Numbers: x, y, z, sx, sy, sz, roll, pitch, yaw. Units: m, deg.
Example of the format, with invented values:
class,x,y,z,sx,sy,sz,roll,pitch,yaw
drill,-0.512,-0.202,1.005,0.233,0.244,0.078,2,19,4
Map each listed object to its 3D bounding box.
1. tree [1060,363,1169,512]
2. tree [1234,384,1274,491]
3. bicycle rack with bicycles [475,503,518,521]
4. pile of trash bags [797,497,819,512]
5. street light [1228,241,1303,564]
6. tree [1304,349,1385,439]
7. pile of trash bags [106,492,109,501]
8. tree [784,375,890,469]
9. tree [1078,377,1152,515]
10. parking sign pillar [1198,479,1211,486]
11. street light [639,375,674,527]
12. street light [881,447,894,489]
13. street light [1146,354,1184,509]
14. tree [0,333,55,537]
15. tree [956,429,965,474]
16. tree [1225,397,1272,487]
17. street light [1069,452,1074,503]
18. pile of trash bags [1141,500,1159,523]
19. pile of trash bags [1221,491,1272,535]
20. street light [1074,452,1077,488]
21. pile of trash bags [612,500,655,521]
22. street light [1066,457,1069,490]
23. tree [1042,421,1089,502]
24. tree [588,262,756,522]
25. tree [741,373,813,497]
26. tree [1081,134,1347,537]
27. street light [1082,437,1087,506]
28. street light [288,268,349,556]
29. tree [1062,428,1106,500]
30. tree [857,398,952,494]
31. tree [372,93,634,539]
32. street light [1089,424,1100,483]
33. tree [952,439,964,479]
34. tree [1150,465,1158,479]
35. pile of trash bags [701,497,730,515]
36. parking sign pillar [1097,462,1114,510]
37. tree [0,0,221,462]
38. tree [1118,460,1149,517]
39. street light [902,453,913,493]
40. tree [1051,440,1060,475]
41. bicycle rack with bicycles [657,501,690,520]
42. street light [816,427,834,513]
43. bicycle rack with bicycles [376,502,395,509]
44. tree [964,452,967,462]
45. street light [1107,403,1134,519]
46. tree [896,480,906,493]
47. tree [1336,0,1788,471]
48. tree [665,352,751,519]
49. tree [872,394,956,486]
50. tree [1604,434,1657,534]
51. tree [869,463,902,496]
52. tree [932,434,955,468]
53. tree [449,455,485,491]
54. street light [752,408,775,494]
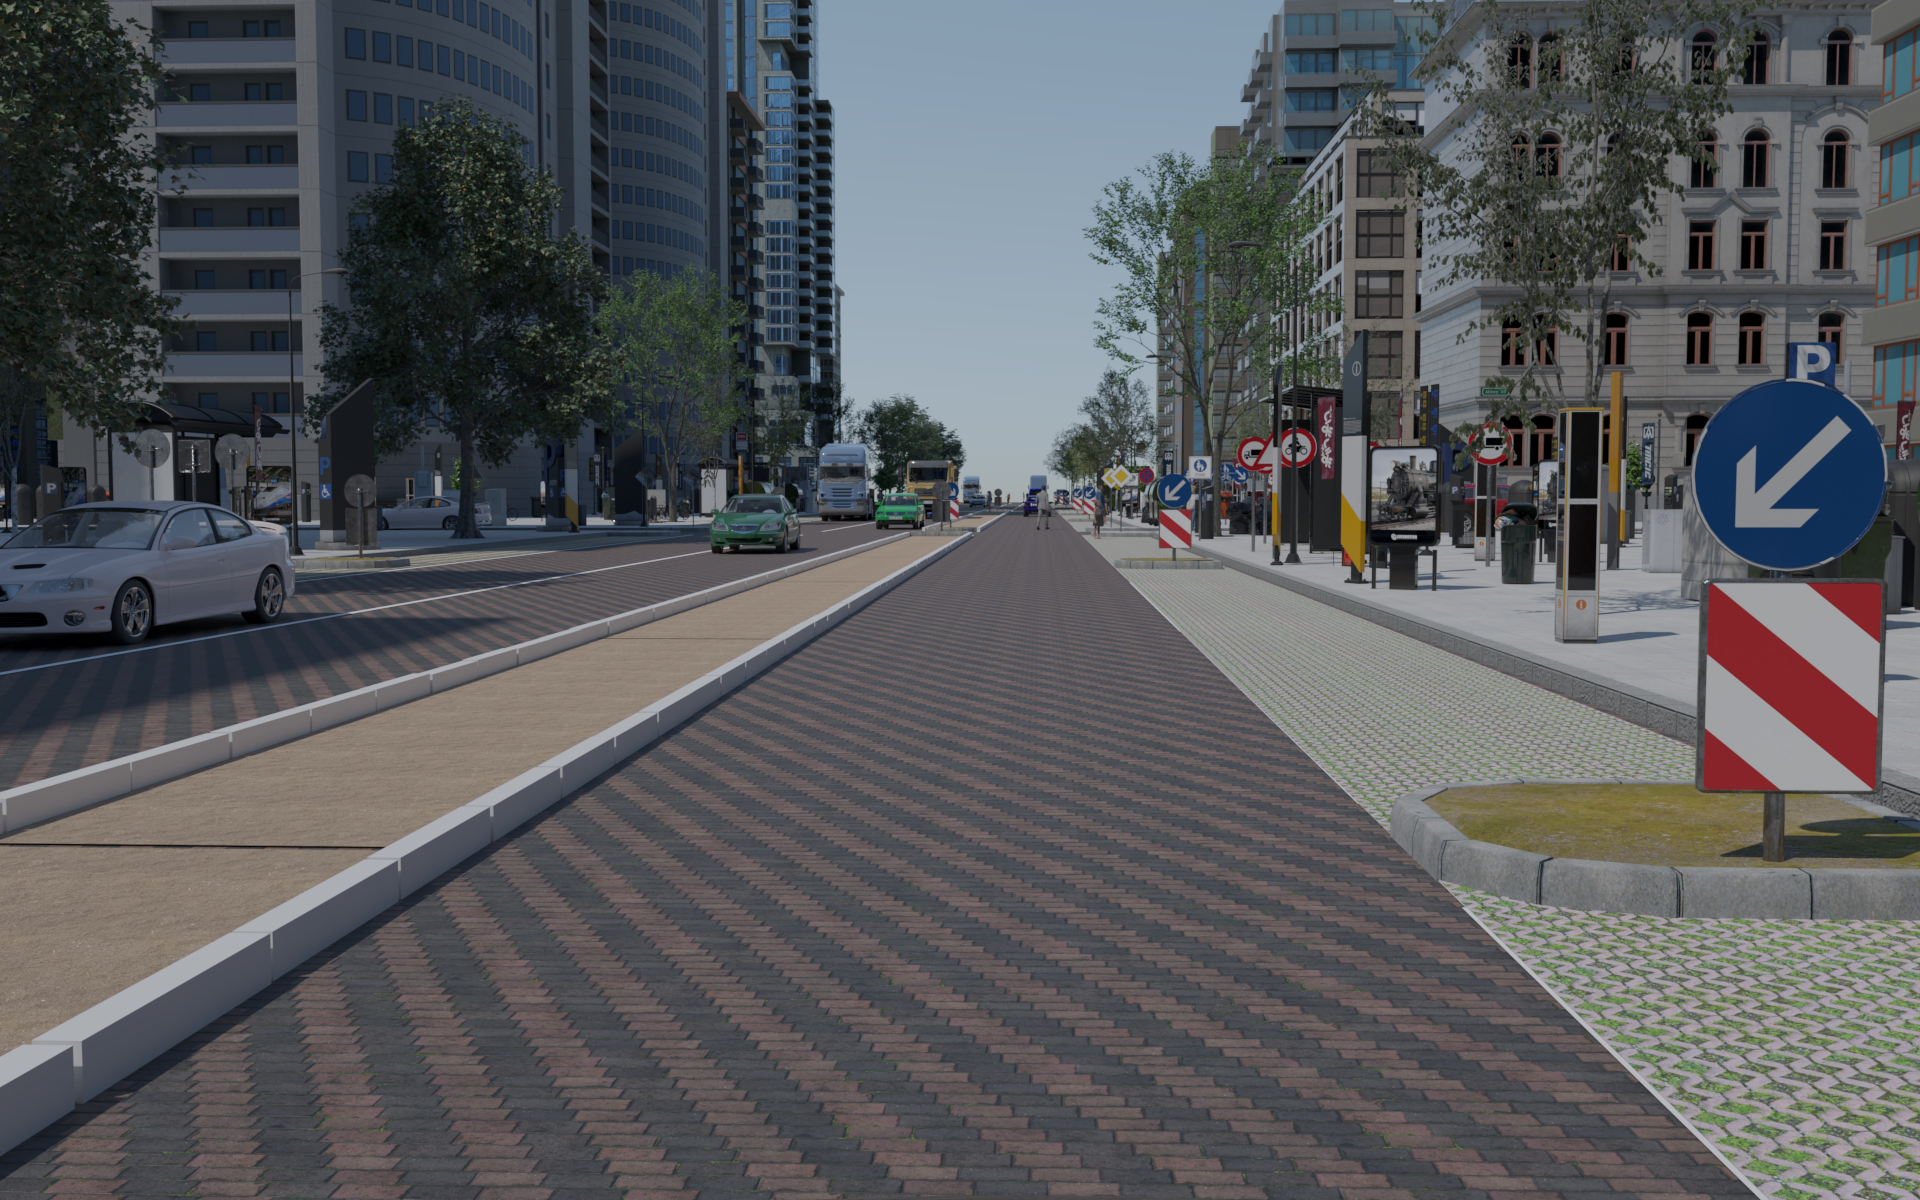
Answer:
class,x,y,z,sx,sy,sz,roll,pitch,yaw
tree,11.397,-11.579,123.733,7.601,10.594,8.767,0,4,7
tree,19.804,-9.860,111.577,4.360,8.622,3.978,0,3,0
bicycle rack with bicycles,-22.490,-4.216,82.314,2.925,0.926,2.852,-2,4,-25
pile of trash bags,-11.142,-6.994,124.107,1.912,1.369,3.447,1,4,18
street light,5.630,-3.634,31.952,1.470,5.913,1.316,0,4,3
tree,19.099,-8.365,87.128,4.737,8.622,4.395,0,3,0
pile of trash bags,-69.382,-8.144,142.912,1.912,1.369,3.447,3,5,41
tree,-9.616,-12.259,134.852,8.767,10.594,7.601,0,4,-6
tree,9.940,-9.562,106.694,4.360,8.622,3.978,0,3,0
parking sign pillar,15.439,-7.279,107.484,1.447,3.967,1.447,0,4,-6
street light,-11.827,-5.812,67.566,1.470,5.913,1.316,0,4,3
street light,-7.145,-12.058,169.692,1.470,5.913,1.316,0,4,3
street light,6.880,-5.211,57.737,1.470,5.913,1.316,0,4,3
tree,-26.641,-5.991,48.323,4.360,8.622,3.978,0,3,0
tree,-3.419,-23.467,290.339,9.857,13.997,8.962,0,3,0
tree,21.887,-11.043,130.919,4.737,8.622,4.395,0,3,0
street light,13.030,-13.372,191.177,1.470,5.913,1.316,0,4,3
pile of trash bags,9.616,-4.076,76.403,3.447,1.369,1.912,1,4,15
pile of trash bags,9.311,-2.801,55.552,1.912,1.369,3.447,-2,4,-27
street light,11.844,-11.795,165.389,1.470,5.913,1.316,0,4,3
pile of trash bags,-15.528,-4.393,81.585,1.912,1.369,3.447,0,4,4
street light,14.114,-14.993,217.668,1.470,5.913,1.316,0,4,3
tree,18.854,-23.223,290.072,12.009,13.543,11.850,0,3,0
tree,-13.125,-9.348,78.596,9.928,11.665,9.643,0,3,0
tree,-10.909,-9.446,104.798,4.737,8.622,4.395,0,3,0
tree,7.577,-7.697,51.598,9.928,11.665,9.643,0,3,0
street light,10.624,-10.294,140.849,1.470,5.913,1.316,0,4,3
street light,-13.276,-3.871,35.828,1.470,5.913,1.316,0,4,3
tree,13.799,-14.476,187.037,4.737,8.622,4.395,0,3,0
tree,-7.739,-16.031,187.867,9.928,11.665,9.643,0,3,0
tree,-14.177,-8.128,49.896,9.611,12.733,9.660,0,3,0
street light,9.454,-8.717,115.061,1.470,5.913,1.316,0,4,3
tree,-5.678,-19.119,238.352,9.928,11.665,9.643,0,3,0
tree,10.541,-6.414,99.471,1.663,3.219,1.824,0,3,0
pile of trash bags,-14.745,-5.789,104.397,1.912,1.369,3.447,-1,4,-21
parking sign pillar,11.706,-9.227,139.330,1.447,3.967,1.447,0,4,7
tree,-15.112,-6.559,24.250,9.611,12.733,9.660,0,3,0
tree,9.345,-6.165,95.404,1.663,3.219,1.824,0,3,0
street light,-5.954,-13.642,195.581,1.470,5.913,1.316,0,4,3
tree,16.700,-18.108,230.470,7.601,10.594,8.767,1,4,20
bicycle rack with bicycles,-14.731,-4.435,85.902,2.925,0.926,2.852,-3,4,-38
street light,-9.404,-9.022,120.043,1.470,5.913,1.316,0,4,3
bicycle rack with bicycles,-27.634,-4.088,80.221,2.925,0.926,2.852,0,4,-1
tree,-2.345,-23.036,302.397,9.928,11.665,9.643,0,3,0
street light,8.235,-7.104,88.691,1.470,5.913,1.316,0,4,3
tree,-6.881,-12.901,205.530,1.663,3.219,1.824,0,3,0
tree,6.412,-4.149,18.201,4.360,8.622,3.978,0,3,0
tree,-12.887,-8.481,89.019,4.360,8.622,3.978,0,3,0
tree,-6.412,-18.974,216.872,9.857,13.997,8.962,0,3,0
tree,21.742,-3.748,55.887,1.663,3.219,1.824,0,3,0
tree,-7.765,-11.981,179.606,4.285,4.588,4.351,0,3,0
tree,-3.885,-20.485,269.346,7.601,10.594,8.767,-1,4,-11
tree,-22.606,-5.126,78.416,1.663,3.219,1.824,0,3,0
street light,-10.634,-7.389,93.354,1.470,5.913,1.316,0,4,3
